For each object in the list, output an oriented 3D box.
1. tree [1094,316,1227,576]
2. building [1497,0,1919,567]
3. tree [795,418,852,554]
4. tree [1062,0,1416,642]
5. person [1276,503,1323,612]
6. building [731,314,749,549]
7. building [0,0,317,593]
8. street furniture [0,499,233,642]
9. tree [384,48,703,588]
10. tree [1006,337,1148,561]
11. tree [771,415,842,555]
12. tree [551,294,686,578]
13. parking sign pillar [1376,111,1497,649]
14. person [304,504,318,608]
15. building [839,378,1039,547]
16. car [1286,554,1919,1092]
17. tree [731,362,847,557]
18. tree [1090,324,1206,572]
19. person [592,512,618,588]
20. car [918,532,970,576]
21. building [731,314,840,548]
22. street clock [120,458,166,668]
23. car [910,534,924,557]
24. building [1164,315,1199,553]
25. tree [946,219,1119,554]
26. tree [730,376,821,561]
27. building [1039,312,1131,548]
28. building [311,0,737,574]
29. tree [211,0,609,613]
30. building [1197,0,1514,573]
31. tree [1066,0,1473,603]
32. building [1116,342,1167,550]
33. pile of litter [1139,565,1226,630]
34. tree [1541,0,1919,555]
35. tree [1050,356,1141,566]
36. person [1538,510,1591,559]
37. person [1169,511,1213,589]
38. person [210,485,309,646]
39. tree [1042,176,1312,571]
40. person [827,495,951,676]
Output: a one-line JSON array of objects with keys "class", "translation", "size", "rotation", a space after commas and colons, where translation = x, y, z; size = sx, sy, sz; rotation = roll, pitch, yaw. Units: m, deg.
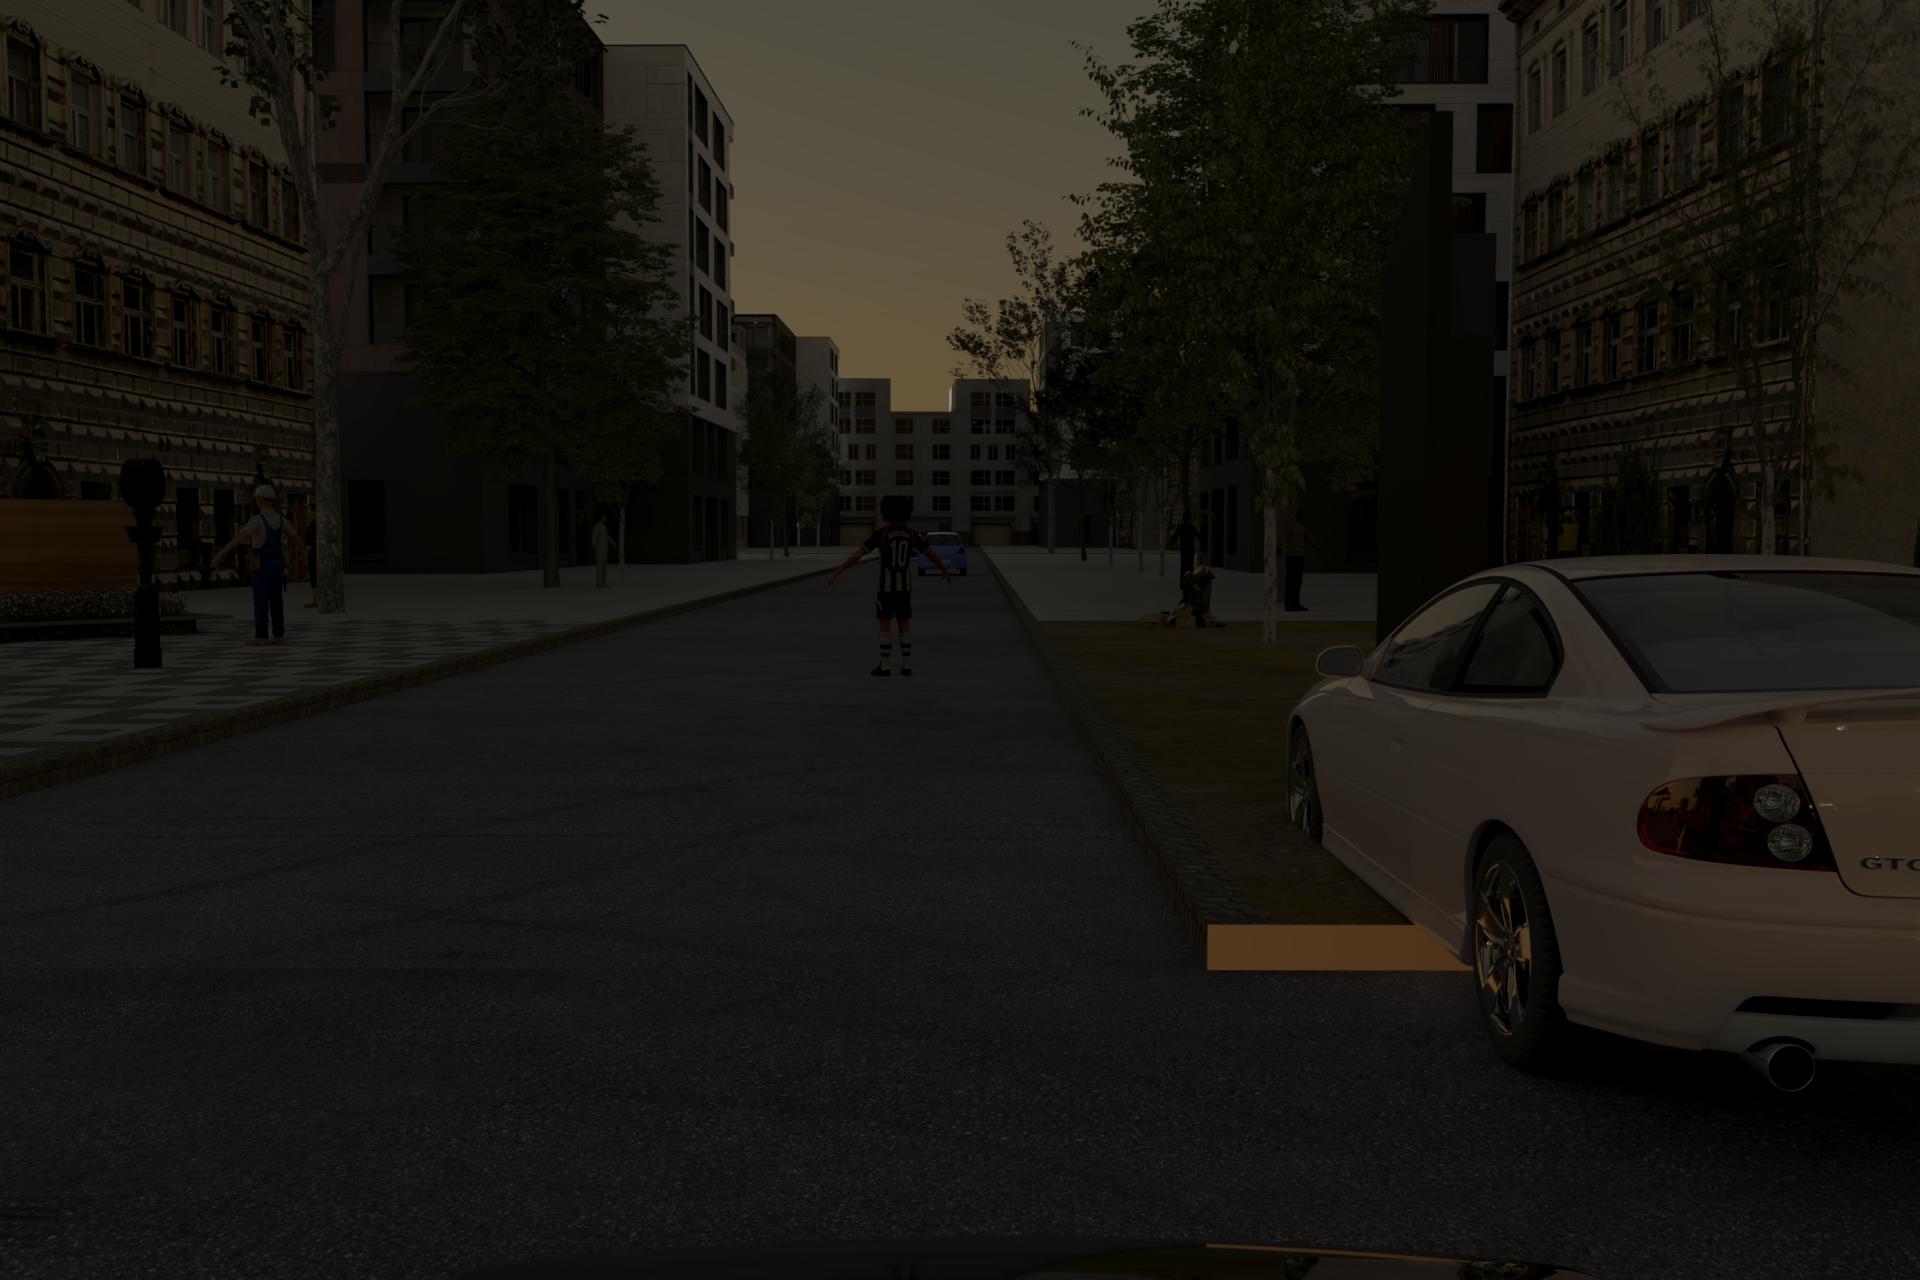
[{"class": "tree", "translation": [6.090, -6.217, 52.017], "size": [4.737, 8.622, 4.395], "rotation": [0, 3, 0]}, {"class": "building", "translation": [25.061, -12.829, 40.688], "size": [19.493, 23.208, 18.063], "rotation": [0, 4, 0]}, {"class": "tree", "translation": [-9.022, -9.793, 110.484], "size": [4.737, 8.622, 4.395], "rotation": [0, 3, 0]}, {"class": "tree", "translation": [3.461, -4.277, 20.294], "size": [4.737, 8.622, 4.395], "rotation": [0, 3, 0]}, {"class": "person", "translation": [5.588, -1.385, 28.779], "size": [0.705, 1.813, 1.348], "rotation": [3, 5, 43]}, {"class": "building", "translation": [-24.623, -17.757, 146.744], "size": [16.016, 20.090, 11.380], "rotation": [0, 4, 1]}, {"class": "building", "translation": [-26.559, -12.626, 37.366], "size": [19.493, 23.208, 18.063], "rotation": [0, 4, 0]}, {"class": "street furniture", "translation": [-14.449, -0.850, 20.748], "size": [11.010, 1.723, 9.812], "rotation": [3, 4, 36]}, {"class": "tree", "translation": [-10.273, -7.551, 41.581], "size": [7.486, 12.596, 7.792], "rotation": [0, 3, 0]}, {"class": "tree", "translation": [5.619, -9.069, 82.683], "size": [7.601, 10.594, 8.767], "rotation": [1, 4, 12]}, {"class": "tree", "translation": [-9.476, -9.394, 103.959], "size": [4.737, 8.622, 4.395], "rotation": [0, 3, 0]}, {"class": "tree", "translation": [-9.926, -6.131, 50.608], "size": [4.360, 8.622, 3.978], "rotation": [0, 3, 0]}, {"class": "parking sign pillar", "translation": [3.207, -1.425, 11.779], "size": [1.447, 3.967, 1.447], "rotation": [0, 4, 0]}, {"class": "person", "translation": [-11.307, -1.475, 30.257], "size": [0.704, 1.812, 1.346], "rotation": [-1, 4, -17]}, {"class": "building", "translation": [-0.888, -20.475, 203.672], "size": [31.486, 18.905, 16.747], "rotation": [0, 4, -3]}, {"class": "car", "translation": [2.381, 0.389, 6.004], "size": [2.083, 1.381, 4.827], "rotation": [0, 3, 0]}, {"class": "tree", "translation": [-9.837, -9.805, 94.728], "size": [7.601, 10.594, 8.767], "rotation": [-2, 4, -25]}, {"class": "tree", "translation": [5.963, -6.574, 57.854], "size": [4.360, 8.622, 3.978], "rotation": [0, 3, 0]}, {"class": "person", "translation": [-8.486, -2.139, 41.166], "size": [0.705, 1.806, 1.347], "rotation": [1, 4, 10]}, {"class": "car", "translation": [-0.613, -3.113, 60.486], "size": [1.945, 1.707, 3.694], "rotation": [0, 4, -1]}, {"class": "building", "translation": [-27.454, -20.384, 177.244], "size": [27.936, 21.610, 32.646], "rotation": [0, 4, 1]}, {"class": "street clock", "translation": [-7.800, -0.735, 16.583], "size": [0.358, 2.002, 0.471], "rotation": [0, 3, 0]}, {"class": "car", "translation": [-2.715, -5.041, 94.211], "size": [2.131, 1.459, 4.920], "rotation": [0, 4, 1]}, {"class": "building", "translation": [25.526, -18.187, 128.289], "size": [19.493, 23.208, 18.063], "rotation": [0, 4, 0]}, {"class": "tree", "translation": [4.459, -15.378, 107.319], "size": [12.611, 20.169, 13.585], "rotation": [0, 3, 0]}, {"class": "tree", "translation": [-8.657, -8.030, 81.658], "size": [4.737, 8.622, 4.395], "rotation": [0, 3, 0]}, {"class": "building", "translation": [21.834, -20.308, 176.004], "size": [27.936, 21.610, 32.646], "rotation": [0, 4, 0]}, {"class": "building", "translation": [-25.392, -13.867, 70.693], "size": [27.936, 21.610, 32.646], "rotation": [0, 4, 1]}, {"class": "tree", "translation": [-9.039, -10.447, 26.694], "size": [12.611, 20.169, 13.585], "rotation": [0, 3, 0]}, {"class": "building", "translation": [23.617, -13.949, 72.044], "size": [27.936, 21.610, 32.646], "rotation": [0, 4, 1]}, {"class": "tree", "translation": [5.884, -7.000, 32.579], "size": [7.486, 12.596, 7.792], "rotation": [0, 3, 0]}, {"class": "building", "translation": [23.402, -19.338, 147.105], "size": [19.493, 23.208, 18.063], "rotation": [0, 4, 0]}, {"class": "pile of litter", "translation": [3.078, -0.616, 24.044], "size": [1.176, 0.858, 1.719], "rotation": [0, 4, -2]}, {"class": "tree", "translation": [9.517, -4.246, 19.786], "size": [4.360, 8.622, 3.978], "rotation": [0, 3, 0]}, {"class": "tree", "translation": [6.088, -7.243, 68.779], "size": [4.360, 8.622, 3.978], "rotation": [0, 3, 0]}, {"class": "person", "translation": [14.217, -2.115, 40.551], "size": [1.349, 1.833, 0.705], "rotation": [-1, 4, -8]}, {"class": "person", "translation": [5.311, -2.087, 40.302], "size": [0.705, 1.806, 1.347], "rotation": [-3, 4, -38]}, {"class": "person", "translation": [-8.030, -0.866, 20.023], "size": [0.705, 1.847, 1.347], "rotation": [2, 4, 28]}, {"class": "tree", "translation": [5.617, -6.738, 44.572], "size": [7.601, 10.594, 8.767], "rotation": [0, 4, -5]}, {"class": "person", "translation": [-0.676, -0.546, 17.532], "size": [1.345, 1.843, 0.704], "rotation": [-2, 4, -24]}]
